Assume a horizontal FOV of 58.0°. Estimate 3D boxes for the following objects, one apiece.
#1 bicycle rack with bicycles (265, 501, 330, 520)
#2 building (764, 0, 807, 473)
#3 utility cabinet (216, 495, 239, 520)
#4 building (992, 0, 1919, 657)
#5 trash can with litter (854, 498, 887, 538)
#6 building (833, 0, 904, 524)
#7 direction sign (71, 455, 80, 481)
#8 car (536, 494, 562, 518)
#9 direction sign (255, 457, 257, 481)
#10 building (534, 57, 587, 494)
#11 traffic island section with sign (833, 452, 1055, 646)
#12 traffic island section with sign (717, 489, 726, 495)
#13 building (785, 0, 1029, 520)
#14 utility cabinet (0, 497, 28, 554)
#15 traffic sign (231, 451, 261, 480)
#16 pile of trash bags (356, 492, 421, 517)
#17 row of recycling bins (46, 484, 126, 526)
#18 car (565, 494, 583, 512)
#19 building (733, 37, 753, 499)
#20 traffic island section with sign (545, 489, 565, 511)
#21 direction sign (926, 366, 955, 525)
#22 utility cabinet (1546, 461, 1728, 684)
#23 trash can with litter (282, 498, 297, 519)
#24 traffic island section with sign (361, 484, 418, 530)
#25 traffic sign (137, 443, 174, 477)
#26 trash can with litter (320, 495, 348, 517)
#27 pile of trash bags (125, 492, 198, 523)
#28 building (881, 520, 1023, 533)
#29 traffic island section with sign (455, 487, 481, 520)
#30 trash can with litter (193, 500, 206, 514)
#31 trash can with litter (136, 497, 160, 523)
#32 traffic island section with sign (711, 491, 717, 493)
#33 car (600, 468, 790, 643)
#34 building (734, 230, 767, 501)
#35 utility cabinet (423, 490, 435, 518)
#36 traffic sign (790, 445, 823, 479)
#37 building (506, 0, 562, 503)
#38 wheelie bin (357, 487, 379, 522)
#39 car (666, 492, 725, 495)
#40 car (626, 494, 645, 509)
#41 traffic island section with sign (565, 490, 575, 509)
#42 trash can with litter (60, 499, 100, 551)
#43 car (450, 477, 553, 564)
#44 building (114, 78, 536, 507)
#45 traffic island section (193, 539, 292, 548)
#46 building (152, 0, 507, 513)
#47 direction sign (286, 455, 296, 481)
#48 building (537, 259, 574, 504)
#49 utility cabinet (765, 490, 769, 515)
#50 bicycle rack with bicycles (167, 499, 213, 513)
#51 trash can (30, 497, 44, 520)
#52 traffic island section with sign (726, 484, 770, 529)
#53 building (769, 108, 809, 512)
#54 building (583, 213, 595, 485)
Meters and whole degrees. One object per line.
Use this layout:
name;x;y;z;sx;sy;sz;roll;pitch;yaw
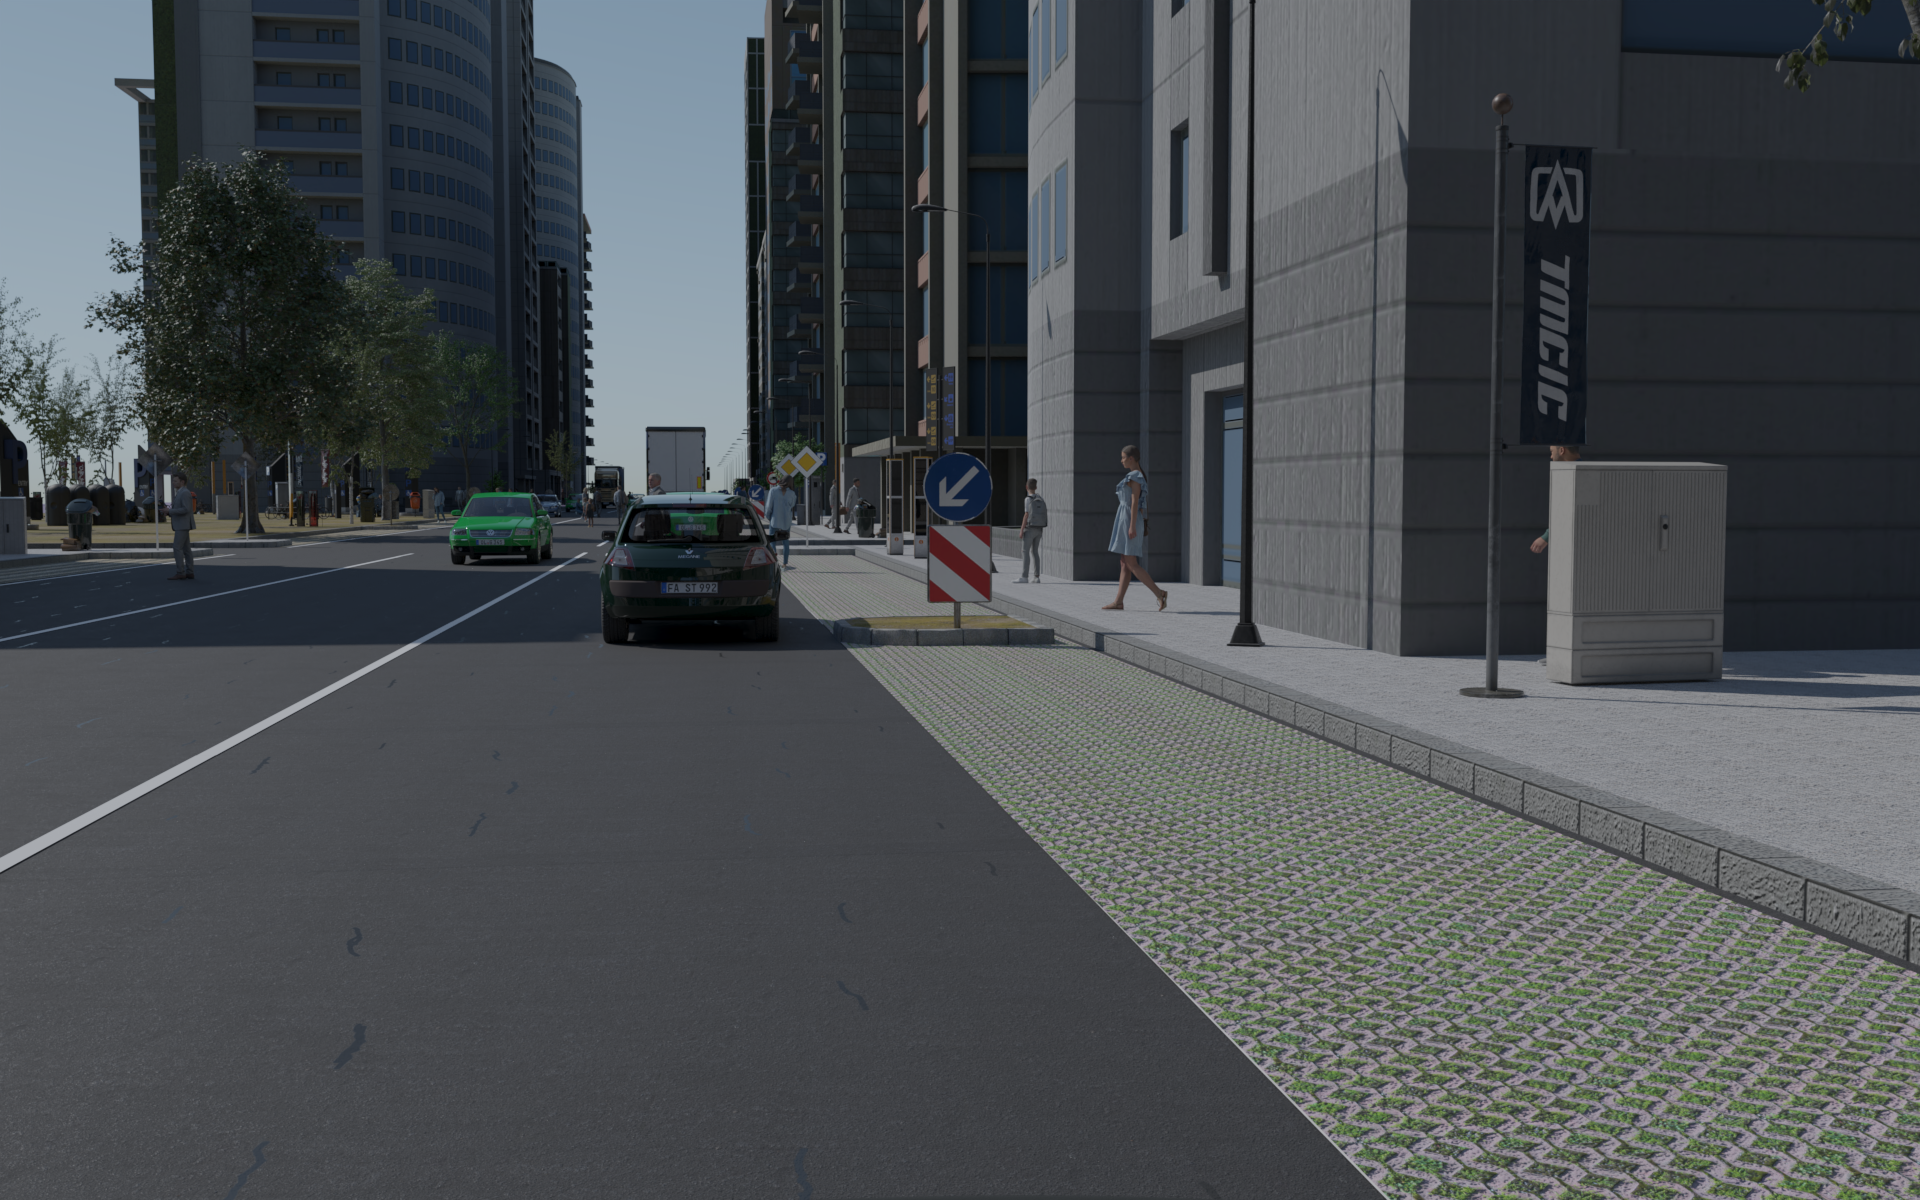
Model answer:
bicycle rack with bicycles;-33.740;-4.531;87.459;2.925;0.926;2.852;0;4;6
building;-9.338;-30.439;147.795;14.600;45.320;14.200;-1;4;-9
utility cabinet;-36.753;-4.633;86.907;1.020;1.237;0.306;-3;5;-42
building;11.731;-29.679;27.259;21.231;58.520;28.212;-1;4;-9
trash can with litter;-2.542;-2.404;50.698;1.055;1.170;0.624;-2;4;-23
building;0.895;-18.971;81.882;14.160;30.474;14.107;-1;4;-9
direction sign;-51.248;-6.633;100.450;0.876;3.537;0.379;2;4;30
car;-25.552;-5.800;106.825;2.014;1.417;4.499;-1;4;-10
direction sign;-42.549;-6.862;104.197;0.379;3.537;0.876;1;4;9
building;-61.817;-42.164;231.384;21.231;58.520;28.212;-1;4;-9
traffic island section with sign;-0.235;-0.523;17.187;1.989;1.847;2.006;-1;4;-9
traffic island section with sign;-12.642;-5.497;98.499;1.989;1.847;2.006;-1;4;-9
building;0.254;-27.920;111.120;22.147;44.769;28.867;-1;4;-9
utility cabinet;-20.471;-1.573;36.884;1.020;1.237;0.306;-1;4;-19
traffic sign;-19.486;-2.757;47.264;0.795;2.593;0.064;-1;4;-9
pile of trash bags;-31.631;-5.269;95.894;3.447;1.369;1.912;-1;4;-21
row of recycling bins;-35.715;-3.903;70.923;1.069;1.692;3.534;1;4;22
car;-30.536;-7.919;138.270;1.959;1.807;4.718;-1;4;-10
building;-25.323;-51.002;272.137;20.563;71.187;20.611;-1;4;-9
traffic island section with sign;-34.543;-8.390;145.804;1.989;1.847;2.006;-1;4;-9
direction sign;-0.348;-2.390;31.075;0.379;3.537;0.876;-3;4;-36
utility cabinet;4.602;-0.188;11.761;1.173;1.500;0.318;-1;4;-15
trash can with litter;-34.986;-4.860;90.849;1.055;1.170;0.624;-3;5;-45
traffic island section with sign;-22.951;-3.741;69.799;1.989;1.847;2.006;-1;4;-9
traffic sign;-18.281;-2.274;39.370;0.795;2.593;0.064;-1;4;-9
trash can with litter;-35.472;-5.245;96.814;2.233;1.210;1.678;2;4;30
pile of trash bags;-36.364;-4.209;78.573;3.447;1.369;1.912;0;4;-4
building;10.744;-24.967;62.842;28.867;44.769;22.147;-1;4;-9
traffic island section with sign;-27.013;-5.371;96.447;1.989;1.847;2.006;-1;4;-9
trash can with litter;-48.344;-6.009;109.631;1.055;1.170;0.624;-3;4;-38
trash can with litter;-36.075;-4.008;76.920;0.624;1.170;1.055;1;4;8
traffic island section with sign;-20.252;-8.550;148.421;1.989;1.847;2.006;-1;4;-9
car;-2.773;-0.510;18.130;2.009;1.686;4.222;0;4;-7
building;-16.631;-34.251;251.887;32.217;40.220;23.993;-1;4;-9
utility cabinet;-27.811;-5.017;90.708;0.318;1.500;1.173;0;4;-2
traffic sign;-3.652;-2.409;41.574;0.795;2.593;0.064;-1;4;-9
building;-52.867;-45.410;180.701;20.563;71.187;20.611;-1;4;-9
wheelie bin;-26.851;-4.321;78.564;0.980;1.594;0.693;-1;4;-18
car;-5.238;-1.550;34.142;1.959;1.807;4.718;0;4;-7
car;-29.350;-9.095;157.499;1.959;1.807;4.718;0;4;-7
traffic island section with sign;-38.618;-10.020;172.450;1.989;1.847;2.006;-1;4;-9
trash can with litter;-19.958;-1.703;39.228;0.624;1.170;1.055;-1;4;-10
car;-9.696;-1.711;36.767;1.959;1.807;4.718;-1;4;-8
building;-55.921;-28.502;157.888;32.217;40.220;23.993;-1;4;-9
traffic island section;-19.508;-1.532;47.328;2.009;0.180;2.903;-1;4;-9
building;-46.763;-36.108;132.367;21.231;58.520;28.212;-1;4;-9
direction sign;-39.237;-6.717;101.814;0.379;3.537;0.876;2;4;29
building;-55.013;-26.884;211.258;14.160;30.474;14.107;-1;4;-9
utility cabinet;-11.622;-5.915;105.381;0.318;1.500;1.173;-1;4;-16
bicycle rack with bicycles;-51.909;-6.340;117.044;2.925;0.926;2.852;-3;4;-37
trash can;-45.254;-4.476;84.833;0.748;1.137;0.748;0;3;0
traffic island section with sign;-8.570;-3.867;71.852;1.989;1.847;2.006;-1;4;-9
building;-7.759;-22.163;134.066;14.160;30.474;14.107;-1;4;-9
building;-66.797;-37.056;260.488;22.147;44.769;28.867;-1;4;-9
